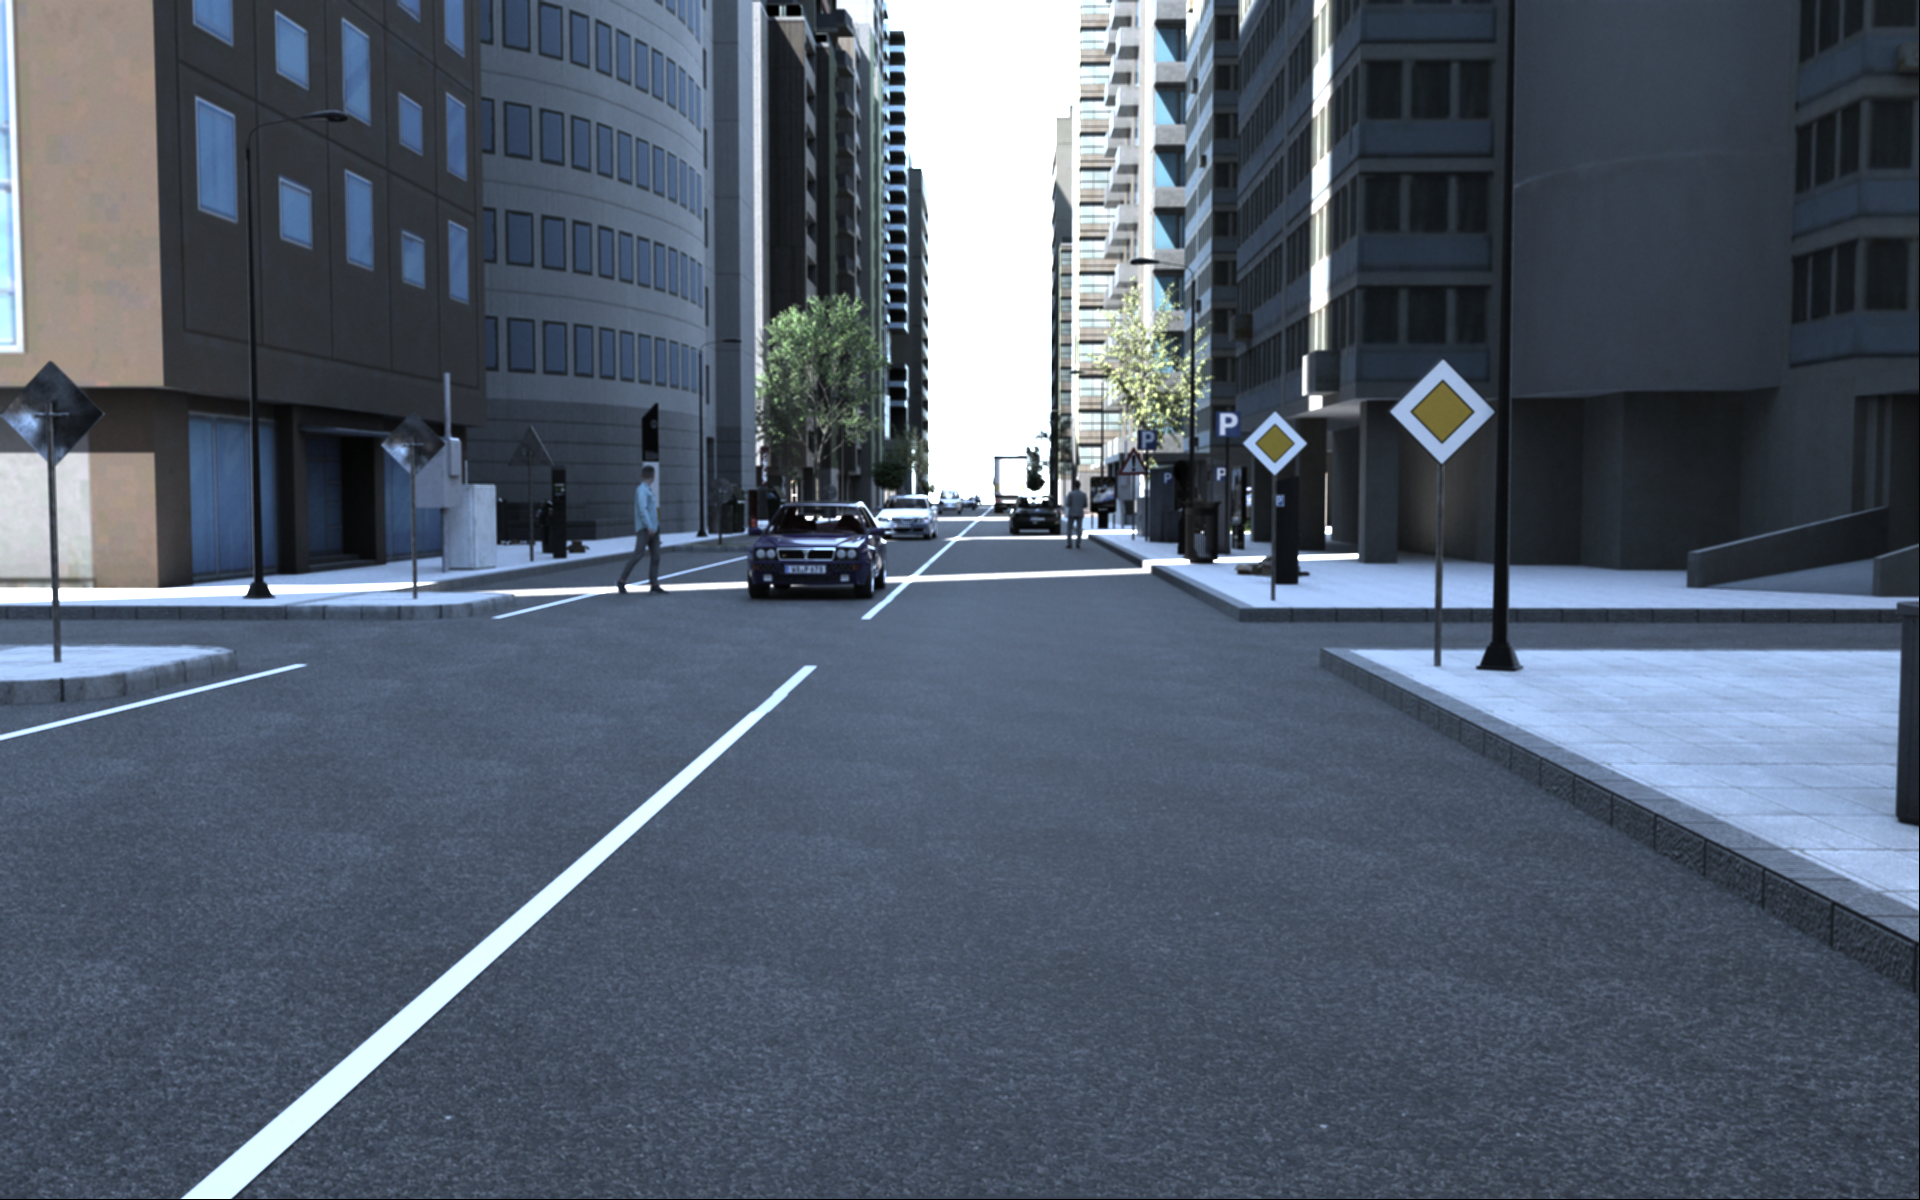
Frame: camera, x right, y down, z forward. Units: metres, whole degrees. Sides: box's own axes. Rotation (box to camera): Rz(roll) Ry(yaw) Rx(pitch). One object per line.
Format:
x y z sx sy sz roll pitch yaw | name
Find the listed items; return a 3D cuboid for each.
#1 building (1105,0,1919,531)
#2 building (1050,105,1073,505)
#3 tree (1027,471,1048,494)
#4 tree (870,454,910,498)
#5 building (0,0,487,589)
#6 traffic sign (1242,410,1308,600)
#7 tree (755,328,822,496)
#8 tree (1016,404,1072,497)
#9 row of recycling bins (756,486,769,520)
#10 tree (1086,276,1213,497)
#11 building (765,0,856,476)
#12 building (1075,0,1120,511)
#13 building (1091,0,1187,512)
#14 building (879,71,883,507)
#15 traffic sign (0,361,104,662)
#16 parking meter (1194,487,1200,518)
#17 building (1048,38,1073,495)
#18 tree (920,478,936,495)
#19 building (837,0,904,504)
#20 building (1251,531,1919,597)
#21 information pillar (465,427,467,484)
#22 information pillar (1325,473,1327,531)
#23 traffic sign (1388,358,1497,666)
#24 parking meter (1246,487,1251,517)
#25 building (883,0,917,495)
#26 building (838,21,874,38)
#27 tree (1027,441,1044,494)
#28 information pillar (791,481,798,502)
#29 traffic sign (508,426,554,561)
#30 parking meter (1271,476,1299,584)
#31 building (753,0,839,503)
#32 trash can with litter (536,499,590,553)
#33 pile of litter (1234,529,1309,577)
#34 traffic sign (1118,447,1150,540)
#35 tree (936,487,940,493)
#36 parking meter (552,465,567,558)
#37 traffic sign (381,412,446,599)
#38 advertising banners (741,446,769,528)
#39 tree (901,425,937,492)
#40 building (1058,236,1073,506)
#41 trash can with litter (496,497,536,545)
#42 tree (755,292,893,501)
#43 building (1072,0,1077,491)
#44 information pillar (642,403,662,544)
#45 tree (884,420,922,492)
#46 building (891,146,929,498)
22.931 -23.529 76.583 32.217 40.220 23.993 0 4 2 | building
22.041 -36.009 212.441 21.300 48.544 21.600 0 4 2 | building
10.232 -15.326 234.298 4.285 4.588 4.351 0 3 0 | tree
-5.734 -9.668 141.780 4.285 4.588 4.351 0 3 0 | tree
-17.198 -23.166 28.879 14.600 45.320 14.200 0 4 2 | building
3.774 -1.051 20.830 0.795 2.450 0.064 0 4 2 | traffic sign
-7.889 -7.681 75.950 4.360 8.622 3.978 0 3 0 | tree
9.290 -15.050 180.487 7.601 10.594 8.767 -2 4 -27 | tree
-10.754 -4.824 85.983 3.534 1.692 1.069 3 5 41 | row of recycling bins
6.519 -6.675 59.501 4.737 8.622 4.395 0 3 0 | tree
-19.220 -28.742 124.549 22.147 44.769 28.867 0 4 2 | building
15.946 -27.533 133.751 14.154 41.232 14.086 0 4 2 | building
20.822 -30.063 111.143 23.786 49.044 30.456 0 4 2 | building
-14.677 -29.204 161.076 14.154 41.232 14.086 0 4 2 | building
-6.883 -0.582 13.152 0.795 2.450 0.064 0 4 2 | traffic sign
8.778 -3.448 64.792 0.372 1.533 0.369 0 3 0 | parking meter
23.713 -56.589 237.894 22.319 86.520 31.000 0 4 2 | building
-4.173 -12.904 205.583 1.663 3.219 1.824 0 3 0 | tree
-16.730 -46.081 191.673 20.563 71.187 20.611 0 4 2 | building
18.831 -21.062 36.240 23.993 40.220 32.217 0 4 2 | building
-12.193 -3.109 42.185 0.183 3.616 0.504 1 4 21 | information pillar
12.559 -3.406 60.180 0.304 2.012 0.304 0 4 1 | information pillar
3.557 -0.563 12.848 0.795 2.450 0.064 0 4 2 | traffic sign
10.674 -3.400 64.002 0.372 1.533 0.369 0 3 0 | parking meter
-16.365 -55.308 216.962 22.319 86.520 31.000 0 4 2 | building
-14.678 -28.292 146.167 14.154 41.232 14.086 0 4 2 | building
10.401 -18.256 248.840 4.737 8.622 4.395 0 3 0 | tree
-9.216 -5.631 96.554 0.304 2.012 0.304 0 4 5 | information pillar
-8.170 -2.016 32.973 0.884 2.594 0.081 0 4 2 | traffic sign
4.644 -0.997 24.715 0.372 1.533 0.369 0 3 0 | parking meter
-14.979 -20.288 103.415 14.160 30.474 14.107 0 4 2 | building
-8.672 -1.617 37.817 1.055 1.170 0.624 -2 4 -29 | trash can with litter
4.956 -0.830 27.531 1.176 0.858 1.719 1 4 10 | pile of litter
4.828 -2.946 48.178 0.884 2.594 0.081 0 4 7 | traffic sign
-3.639 -14.976 239.462 1.663 3.219 1.824 0 3 0 | tree
-8.017 -1.770 34.644 0.255 1.863 0.399 -1 4 -15 | parking meter
-6.665 -1.070 21.134 0.795 2.450 0.064 0 4 2 | traffic sign
-7.570 -4.094 63.116 0.090 3.025 2.074 2 4 31 | advertising banners
-4.323 -14.353 185.027 4.360 8.622 3.978 0 3 0 | tree
18.123 -25.907 195.272 14.160 30.474 14.107 0 4 2 | building
-11.435 -2.007 43.877 2.233 1.210 1.678 1 4 20 | trash can with litter
-7.292 -9.988 89.061 9.928 11.665 9.643 0 3 0 | tree
20.573 -37.461 154.479 21.231 58.520 28.212 0 4 2 | building
-7.894 -3.237 44.275 0.183 3.616 0.504 3 5 40 | information pillar
-5.791 -13.541 171.749 4.737 8.622 4.395 0 3 0 | tree
-15.470 -37.966 244.452 21.300 48.544 21.600 0 4 2 | building
